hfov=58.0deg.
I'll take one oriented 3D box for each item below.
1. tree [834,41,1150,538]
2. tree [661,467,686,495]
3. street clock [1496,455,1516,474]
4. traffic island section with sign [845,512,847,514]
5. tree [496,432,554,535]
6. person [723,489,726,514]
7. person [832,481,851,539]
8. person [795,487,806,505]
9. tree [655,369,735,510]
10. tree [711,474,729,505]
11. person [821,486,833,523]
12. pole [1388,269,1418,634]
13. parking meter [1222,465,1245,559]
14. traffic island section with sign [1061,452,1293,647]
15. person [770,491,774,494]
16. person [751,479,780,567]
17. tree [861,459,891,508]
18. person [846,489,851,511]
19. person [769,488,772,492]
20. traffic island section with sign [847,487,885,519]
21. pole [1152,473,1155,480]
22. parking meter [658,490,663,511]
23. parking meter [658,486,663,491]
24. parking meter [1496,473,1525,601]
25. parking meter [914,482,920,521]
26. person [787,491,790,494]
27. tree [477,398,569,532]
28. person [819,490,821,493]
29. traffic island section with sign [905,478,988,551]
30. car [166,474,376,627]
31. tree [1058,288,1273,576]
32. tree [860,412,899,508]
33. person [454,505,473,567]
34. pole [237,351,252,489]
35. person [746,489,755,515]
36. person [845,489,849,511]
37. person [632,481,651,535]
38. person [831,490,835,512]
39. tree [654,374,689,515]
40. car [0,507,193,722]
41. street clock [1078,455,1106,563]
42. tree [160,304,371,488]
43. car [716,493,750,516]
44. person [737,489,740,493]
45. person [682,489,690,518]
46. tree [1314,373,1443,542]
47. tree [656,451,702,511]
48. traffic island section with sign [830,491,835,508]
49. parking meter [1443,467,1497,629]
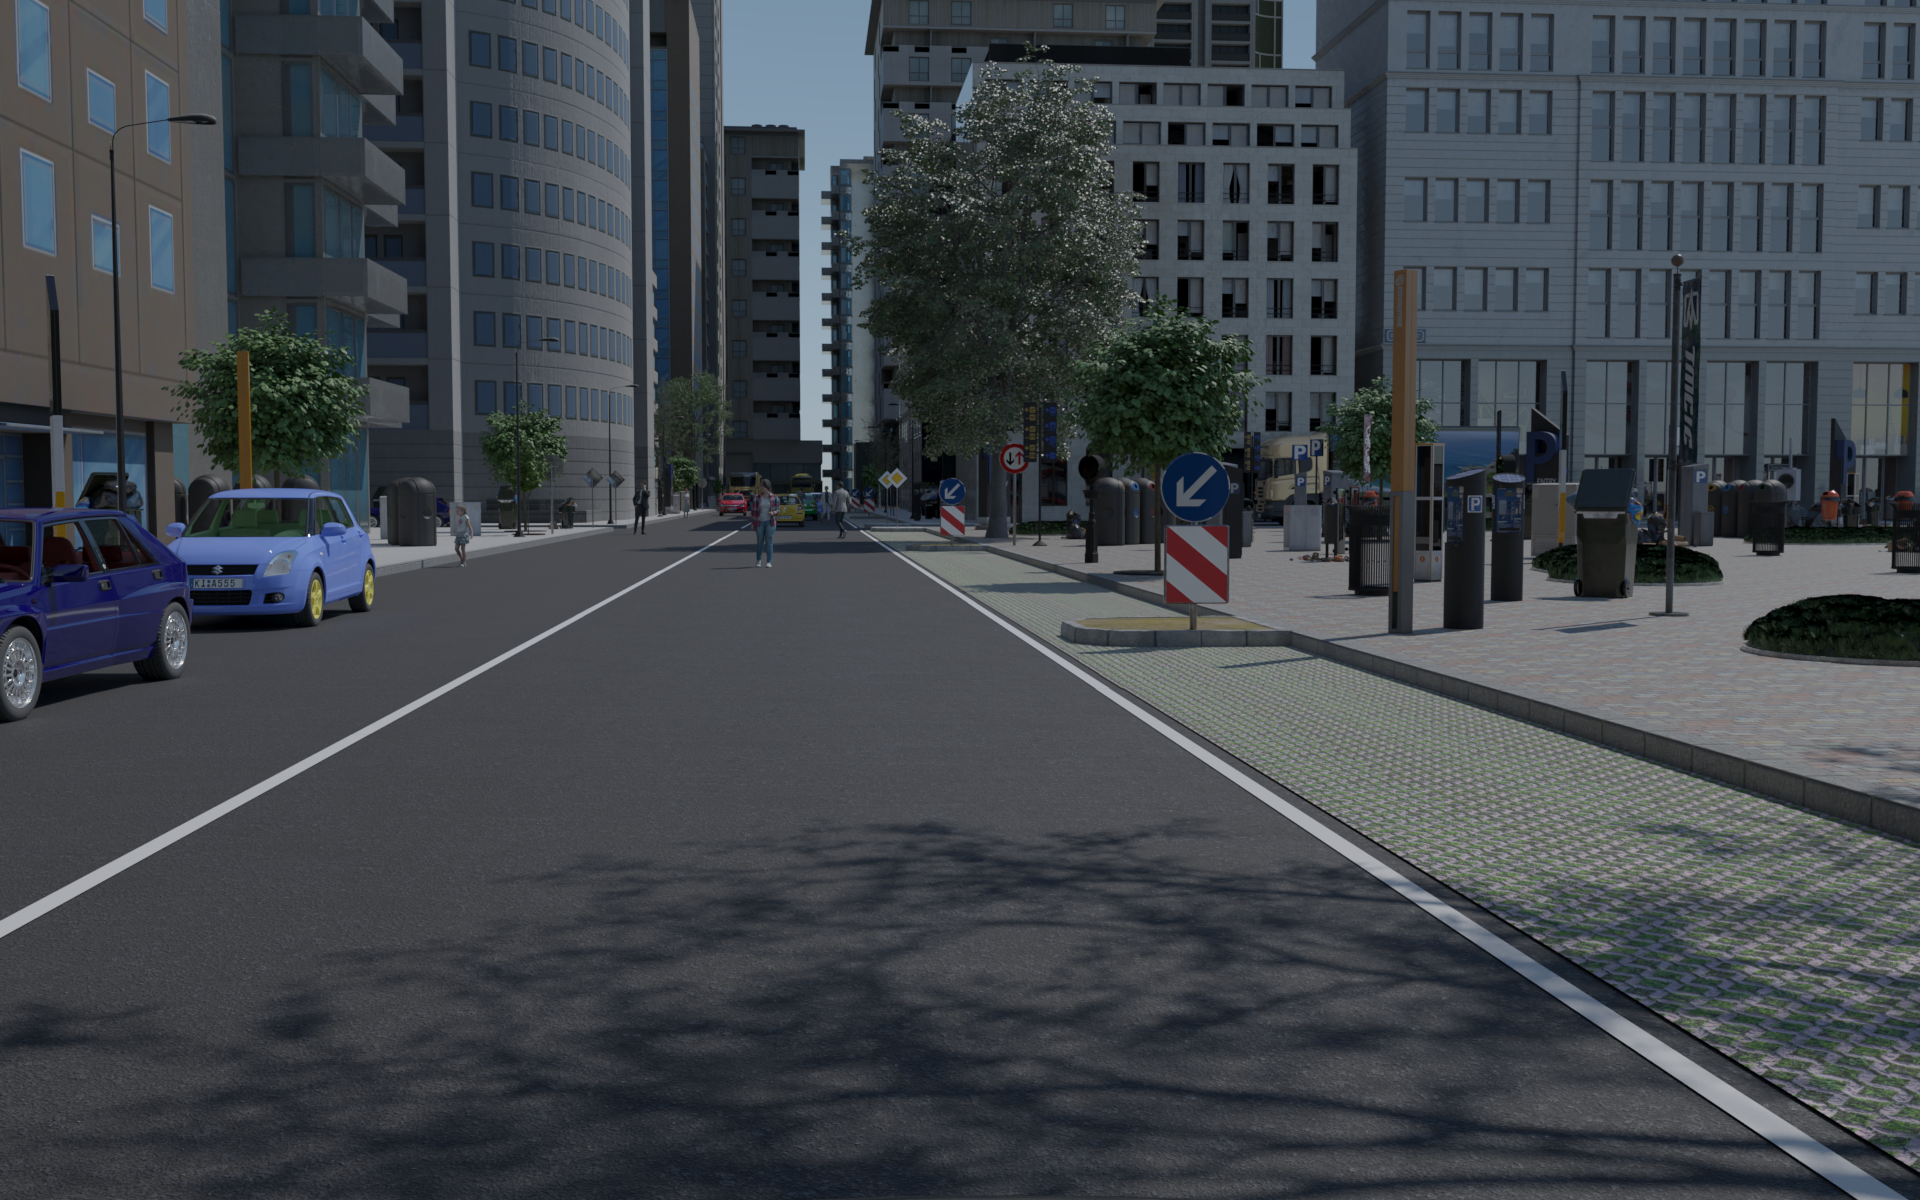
[{"bbox_3d":[1.094,-8.807,50.654,9.857,13.997,8.962,0,3,0],"label":"tree"},{"bbox_3d":[-20.038,-7.746,121.252,1.663,3.219,1.824,0,3,0],"label":"tree"},{"bbox_3d":[10.020,-1.667,31.828,0.358,2.002,0.471,0,4,0],"label":"street clock"},{"bbox_3d":[-7.787,-7.231,126.856,1.989,1.847,2.006,0,4,-5],"label":"traffic island section with sign"},{"bbox_3d":[-13.624,-3.634,54.017,1.663,3.219,1.824,0,3,0],"label":"tree"},{"bbox_3d":[-16.684,-6.912,122.081,0.524,1.755,0.480,0,4,-2],"label":"person"},{"bbox_3d":[-3.784,-2.893,55.641,0.661,1.843,0.795,-3,5,-39],"label":"person"},{"bbox_3d":[-8.198,-4.898,88.765,0.592,1.802,0.473,3,4,36],"label":"person"},{"bbox_3d":[-22.273,-13.327,143.651,9.928,11.665,9.643,0,3,0],"label":"tree"},{"bbox_3d":[-23.576,-10.716,169.806,1.663,3.219,1.824,0,3,0],"label":"tree"},{"bbox_3d":[-6.597,-4.704,85.297,0.514,1.842,0.818,-2,4,-31],"label":"person"},{"bbox_3d":[4.061,-1.347,15.872,0.158,3.312,0.155,0,3,0],"label":"pole"},{"bbox_3d":[5.438,-1.759,34.478,0.399,1.863,0.255,0,4,-6],"label":"parking meter"},{"bbox_3d":[2.040,-0.514,17.038,1.989,1.847,2.006,0,4,-5],"label":"traffic island section with sign"},{"bbox_3d":[-10.540,-5.326,97.398,0.330,1.601,0.589,0,4,0],"label":"person"},{"bbox_3d":[-3.810,-1.505,33.948,0.563,1.720,0.643,0,4,0],"label":"person"},{"bbox_3d":[-7.859,-10.966,163.002,4.285,4.588,4.351,0,3,0],"label":"tree"},{"bbox_3d":[-8.355,-7.327,128.577,0.850,1.792,0.678,-2,4,-34],"label":"person"},{"bbox_3d":[-12.082,-6.217,110.023,0.818,1.842,0.514,-1,4,-18],"label":"person"},{"bbox_3d":[-5.365,-5.574,99.757,1.989,1.847,2.006,0,4,-5],"label":"traffic island section with sign"},{"bbox_3d":[8.522,-5.027,76.028,0.158,3.312,0.155,0,3,0],"label":"pole"},{"bbox_3d":[-19.857,-6.508,114.817,0.372,1.533,0.369,0,3,0],"label":"parking meter"},{"bbox_3d":[-21.658,-7.323,125.435,0.399,1.863,0.255,1,4,9],"label":"parking meter"},{"bbox_3d":[6.586,-0.759,20.826,0.372,1.533,0.369,0,3,0],"label":"parking meter"},{"bbox_3d":[-2.055,-4.721,82.901,0.255,1.863,0.399,1,4,9],"label":"parking meter"},{"bbox_3d":[-17.800,-10.366,178.509,0.721,1.766,1.217,-2,4,-27],"label":"person"},{"bbox_3d":[-14.888,-4.623,59.306,4.285,4.588,4.351,0,3,0],"label":"tree"},{"bbox_3d":[-15.710,-11.387,194.545,0.709,1.838,0.599,1,4,10],"label":"person"},{"bbox_3d":[-0.368,-2.156,43.886,1.989,1.847,2.006,0,4,-5],"label":"traffic island section with sign"},{"bbox_3d":[-7.893,-0.621,19.743,1.945,1.707,3.694,0,4,-6],"label":"car"},{"bbox_3d":[3.272,-2.695,27.777,4.285,4.588,4.351,0,3,0],"label":"tree"},{"bbox_3d":[-7.130,-12.551,155.579,4.360,8.622,3.978,0,3,0],"label":"tree"},{"bbox_3d":[-9.730,-1.259,34.100,0.505,1.210,0.382,2,4,33],"label":"person"},{"bbox_3d":[-10.263,-1.898,24.884,0.158,3.312,0.155,0,3,0],"label":"pole"},{"bbox_3d":[-14.448,-6.808,120.158,0.721,1.781,0.623,0,4,7],"label":"person"},{"bbox_3d":[-9.089,-7.884,137.505,0.767,1.812,0.694,-1,4,-10],"label":"person"},{"bbox_3d":[-11.301,-3.281,61.502,0.648,1.900,0.474,-1,4,-16],"label":"person"},{"bbox_3d":[-10.168,-7.948,138.722,0.678,1.792,0.850,-2,4,-33],"label":"person"},{"bbox_3d":[-18.760,-9.567,106.777,4.360,8.622,3.978,0,3,0],"label":"tree"},{"bbox_3d":[-6.848,0.031,12.072,1.945,1.354,3.894,0,4,-3],"label":"car"},{"bbox_3d":[2.449,-1.690,32.199,0.471,2.002,0.358,3,4,37],"label":"street clock"},{"bbox_3d":[-11.976,-2.834,30.058,4.285,4.588,4.351,0,3,0],"label":"tree"},{"bbox_3d":[-14.926,-6.413,113.896,2.155,1.783,4.494,0,4,-7],"label":"car"},{"bbox_3d":[-17.332,-7.750,135.308,0.391,1.810,0.635,-1,4,-19],"label":"person"},{"bbox_3d":[-16.099,-5.677,101.895,0.480,1.755,0.524,-2,4,-29],"label":"person"},{"bbox_3d":[11.372,-3.878,47.117,4.285,4.588,4.351,0,3,0],"label":"tree"},{"bbox_3d":[-21.114,-8.955,130.122,4.285,4.588,4.351,0,3,0],"label":"tree"},{"bbox_3d":[-12.173,-10.222,175.750,1.989,1.847,2.006,0,4,-5],"label":"traffic island section with sign"},{"bbox_3d":[4.819,-0.497,16.537,0.372,1.533,0.369,0,3,0],"label":"parking meter"}]
